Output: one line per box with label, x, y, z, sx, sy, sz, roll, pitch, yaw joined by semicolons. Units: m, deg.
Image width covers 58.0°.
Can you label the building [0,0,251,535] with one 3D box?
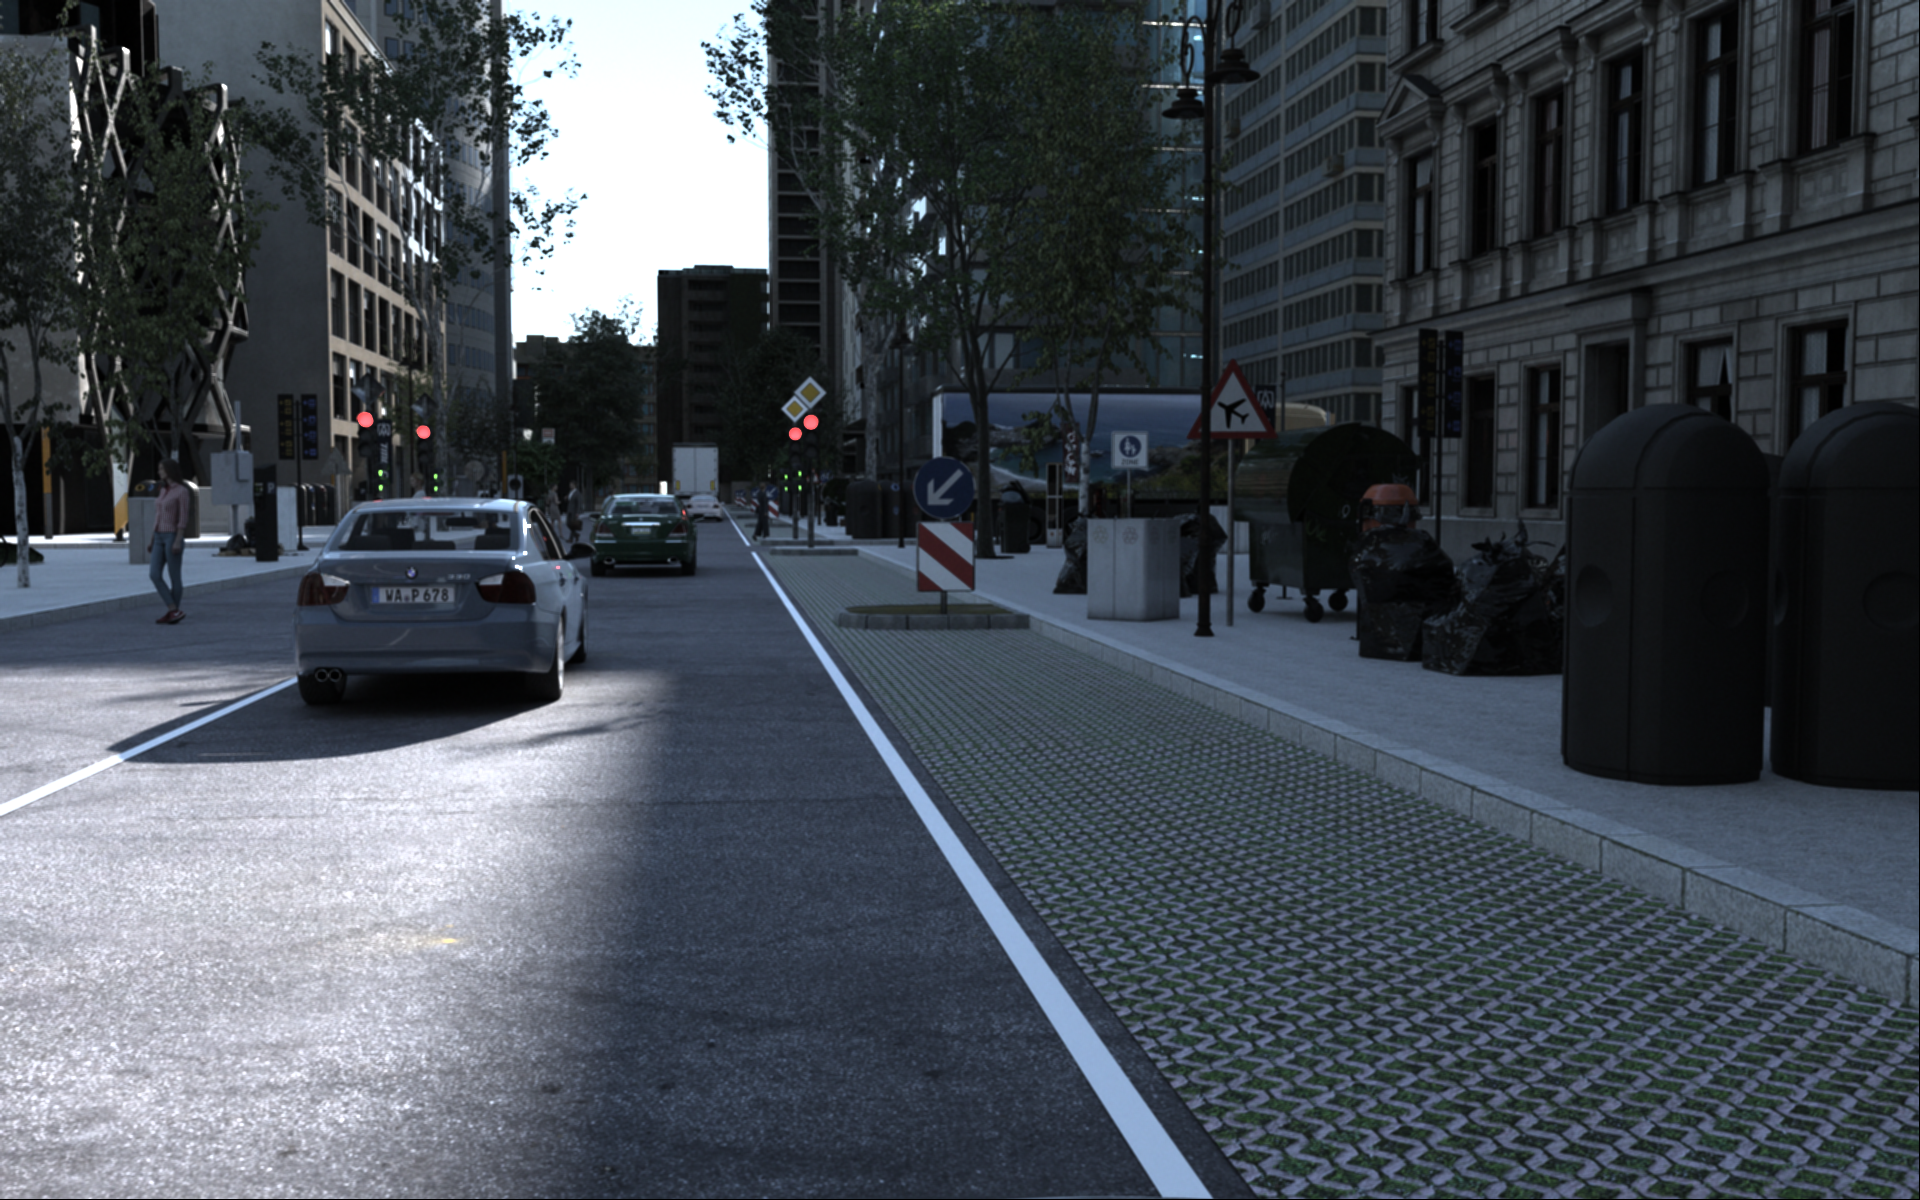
building;-34.482;-11.825;60.793;16.820;18.784;16.811;0;4;-8

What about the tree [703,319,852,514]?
tree;-11.744;-12.040;113.862;9.611;12.733;9.660;0;3;0

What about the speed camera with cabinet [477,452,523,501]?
speed camera with cabinet;-21.472;-5.294;80.893;2.038;3.252;0.660;-1;4;-11

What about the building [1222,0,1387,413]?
building;24.944;-23.180;70.869;23.993;40.220;32.217;0;4;-8

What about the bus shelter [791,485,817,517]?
bus shelter;-9.325;-6.741;101.493;1.731;3.624;6.357;0;4;-8

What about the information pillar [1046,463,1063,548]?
information pillar;2.242;-2.235;41.036;0.304;2.012;0.304;2;4;27

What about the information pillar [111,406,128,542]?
information pillar;-22.427;-3.356;46.225;0.504;3.616;0.183;2;4;29

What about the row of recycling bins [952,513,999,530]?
row of recycling bins;-0.006;-3.341;61.735;3.534;1.692;1.069;-2;4;-23

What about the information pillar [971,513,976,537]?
information pillar;0.367;-3.679;51.506;0.183;3.616;0.504;0;4;0

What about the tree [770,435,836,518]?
tree;-8.403;-6.599;91.614;4.285;4.588;4.351;0;3;0

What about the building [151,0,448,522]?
building;-39.768;-17.560;91.625;19.350;26.468;34.151;0;4;-8

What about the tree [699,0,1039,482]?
tree;-1.612;-12.477;59.888;12.611;20.169;13.585;0;3;0

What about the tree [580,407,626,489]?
tree;-29.722;-11.955;145.829;4.360;8.622;3.978;0;3;0

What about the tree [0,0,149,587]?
tree;-12.945;-4.464;23.351;4.360;8.622;3.978;0;3;0

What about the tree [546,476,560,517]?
tree;-23.021;-6.232;96.492;1.663;3.219;1.824;0;3;0

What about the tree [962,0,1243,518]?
tree;1.879;-4.557;24.866;4.737;8.622;4.395;0;3;0

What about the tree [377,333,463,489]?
tree;-24.480;-7.854;78.771;4.737;8.622;4.395;0;3;0

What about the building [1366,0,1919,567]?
building;14.100;-9.839;25.499;10.561;19.102;19.286;0;4;-8

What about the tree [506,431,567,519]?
tree;-22.178;-6.514;90.210;4.285;4.588;4.351;0;3;0

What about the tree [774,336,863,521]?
tree;-6.784;-7.961;80.530;4.360;8.622;3.978;0;3;0

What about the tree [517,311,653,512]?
tree;-26.303;-13.198;122.434;9.857;13.997;8.962;0;3;0

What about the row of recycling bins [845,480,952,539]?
row of recycling bins;-1.835;-2.642;50.313;1.069;1.692;3.534;3;5;39

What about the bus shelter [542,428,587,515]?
bus shelter;-24.770;-8.002;108.458;2.179;5.291;8.768;0;4;-8

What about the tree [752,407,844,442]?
tree;-12.757;-11.967;130.076;7.601;10.594;8.767;1;4;20

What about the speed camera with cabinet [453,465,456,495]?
speed camera with cabinet;-33.705;-7.453;116.194;0.660;3.252;2.038;-1;4;-14

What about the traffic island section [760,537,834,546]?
traffic island section;-4.666;-1.655;49.348;2.009;0.180;2.903;0;4;-8

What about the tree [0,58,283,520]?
tree;-13.460;-4.810;29.004;4.737;8.622;4.395;0;3;0

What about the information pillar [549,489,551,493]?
information pillar;-27.413;-7.630;116.105;0.504;3.616;0.183;1;4;17

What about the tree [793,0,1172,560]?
tree;0.338;-6.634;34.226;9.928;11.665;9.643;0;3;0

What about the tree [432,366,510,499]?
tree;-28.056;-9.092;99.022;4.360;8.622;3.978;0;3;0

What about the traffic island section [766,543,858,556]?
traffic island section;-3.544;-1.172;41.442;2.009;0.180;2.903;0;4;-8

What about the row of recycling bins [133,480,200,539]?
row of recycling bins;-23.300;-2.678;50.898;1.069;1.692;3.534;-3;5;-43

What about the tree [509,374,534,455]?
tree;-28.057;-9.496;105.615;4.360;8.622;3.978;0;3;0

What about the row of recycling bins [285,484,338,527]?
row of recycling bins;-26.086;-3.817;69.520;1.069;1.692;3.534;0;4;6

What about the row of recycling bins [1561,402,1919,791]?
row of recycling bins;4.590;-0.043;7.809;3.534;1.692;1.069;0;4;5

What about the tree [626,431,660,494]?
tree;-36.397;-15.124;197.635;4.737;8.622;4.395;0;3;0

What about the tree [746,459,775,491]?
tree;-21.673;-14.463;186.828;4.737;8.622;4.395;0;3;0

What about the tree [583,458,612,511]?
tree;-28.097;-9.105;132.578;4.285;4.588;4.351;0;3;0

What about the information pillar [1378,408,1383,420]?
information pillar;10.538;-3.175;43.258;0.183;3.616;0.504;-1;4;-15

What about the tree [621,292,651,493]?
tree;-30.285;-18.631;160.501;12.611;20.169;13.585;0;3;0

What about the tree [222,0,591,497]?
tree;-18.536;-12.346;57.749;12.611;20.169;13.585;0;3;0

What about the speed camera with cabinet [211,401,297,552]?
speed camera with cabinet;-15.324;-2.647;37.609;0.660;3.252;2.038;1;4;18

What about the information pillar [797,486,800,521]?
information pillar;-7.924;-4.865;84.038;0.304;2.012;0.304;0;4;-7
